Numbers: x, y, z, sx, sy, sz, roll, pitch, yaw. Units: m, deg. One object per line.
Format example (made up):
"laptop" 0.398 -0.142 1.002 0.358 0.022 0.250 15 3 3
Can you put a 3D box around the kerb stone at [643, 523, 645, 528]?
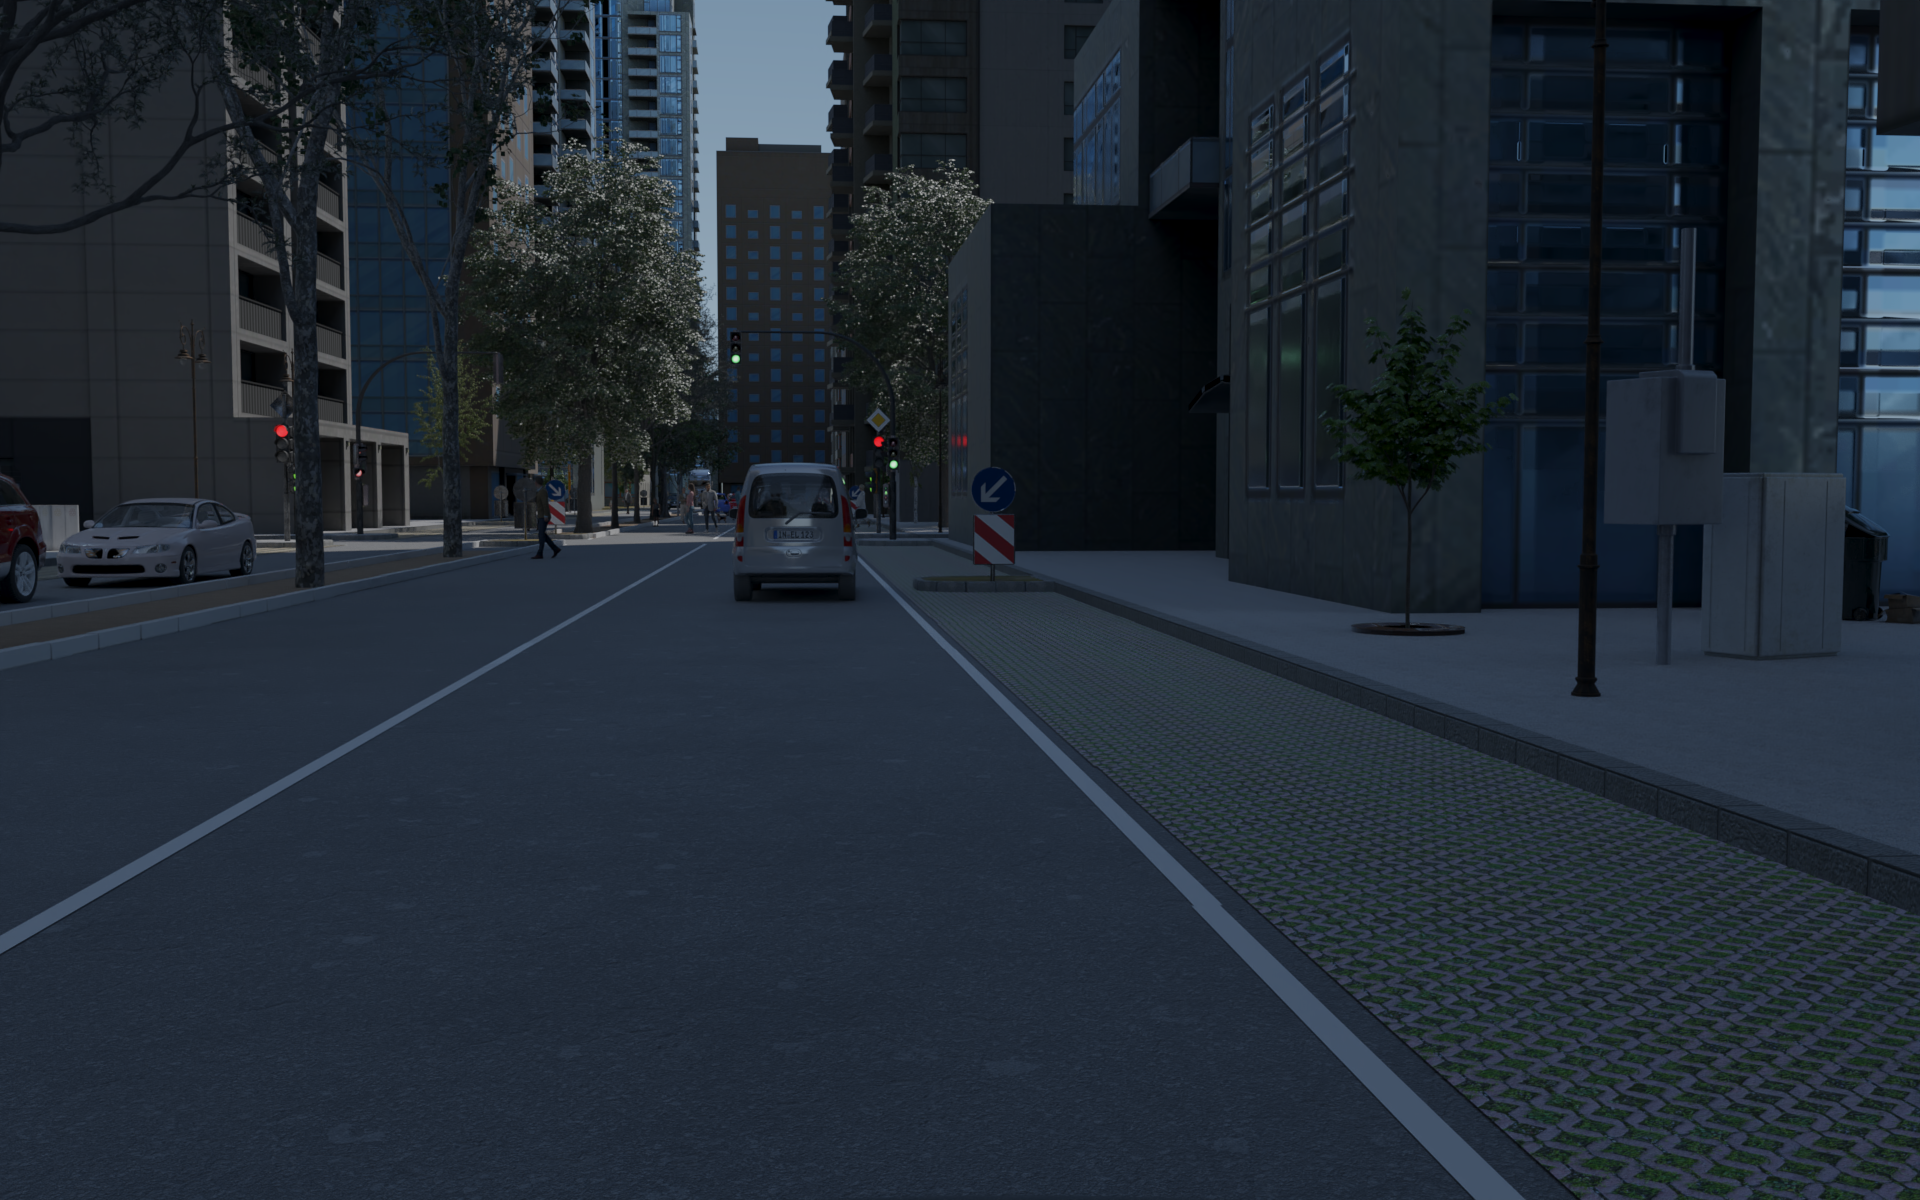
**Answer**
"kerb stone" -13.519 -3.120 73.214 0.120 0.150 1.000 0 4 -5

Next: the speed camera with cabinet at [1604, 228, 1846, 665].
"speed camera with cabinet" 5.967 -1.170 13.459 2.038 3.252 0.660 -2 4 -26

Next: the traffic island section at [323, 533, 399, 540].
"traffic island section" -19.105 -2.009 55.131 2.009 0.180 2.903 0 4 -5

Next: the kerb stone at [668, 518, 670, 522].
"kerb stone" -14.888 -3.995 87.521 0.120 0.150 1.000 0 4 -5

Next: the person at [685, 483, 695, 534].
"person" -9.734 -3.300 62.458 0.388 1.821 0.555 -1 4 -12

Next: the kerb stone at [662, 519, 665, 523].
"kerb stone" -14.602 -3.808 84.451 0.120 0.150 1.000 0 4 -5

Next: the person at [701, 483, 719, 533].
"person" -9.246 -3.409 64.083 0.661 1.843 0.795 1 4 15

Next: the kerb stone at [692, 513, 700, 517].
"kerb stone" -17.536 -5.674 115.102 0.120 0.150 1.000 0 4 -5

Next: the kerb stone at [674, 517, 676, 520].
"kerb stone" -15.275 -4.241 91.616 0.120 0.150 1.000 0 4 -5

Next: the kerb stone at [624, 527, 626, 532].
"kerb stone" -12.730 -2.616 65.023 0.120 0.150 1.000 0 4 -5

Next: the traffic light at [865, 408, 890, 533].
"traffic light" -2.679 -4.139 56.585 0.839 4.253 0.868 0 4 -5

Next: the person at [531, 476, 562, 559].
"person" -9.246 -1.839 38.484 0.656 1.842 0.836 3 5 41

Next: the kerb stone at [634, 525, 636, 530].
"kerb stone" -13.125 -2.870 69.118 0.120 0.150 1.000 0 4 -5

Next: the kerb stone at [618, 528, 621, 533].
"kerb stone" -12.529 -2.492 62.972 0.120 0.150 1.000 0 4 -5

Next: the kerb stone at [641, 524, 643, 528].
"kerb stone" -13.420 -3.049 72.187 0.120 0.150 1.000 0 4 -5

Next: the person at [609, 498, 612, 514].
"person" -23.361 -6.268 115.988 0.505 1.210 0.382 3 5 43

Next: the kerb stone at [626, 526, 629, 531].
"kerb stone" -12.828 -2.679 66.048 0.120 0.150 1.000 0 4 -5

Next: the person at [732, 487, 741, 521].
"person" -12.086 -5.239 94.025 0.748 1.841 0.638 -1 4 -16

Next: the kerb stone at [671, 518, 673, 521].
"kerb stone" -15.081 -4.120 89.559 0.120 0.150 1.000 0 4 -5

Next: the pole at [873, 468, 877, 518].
"pole" -4.498 -6.002 91.977 0.158 3.312 0.155 0 3 0

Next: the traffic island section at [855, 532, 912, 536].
"traffic island section" -2.639 -2.105 56.703 2.009 0.180 2.903 0 4 -5

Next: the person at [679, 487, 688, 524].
"person" -13.202 -4.519 82.942 0.519 1.759 0.362 -2 4 -28

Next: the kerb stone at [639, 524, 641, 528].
"kerb stone" -13.321 -2.995 71.156 0.120 0.150 1.000 0 4 -5

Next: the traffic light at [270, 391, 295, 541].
"traffic light" -18.300 -3.555 47.051 0.839 4.253 0.868 0 4 -5

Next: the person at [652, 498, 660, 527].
"person" -13.279 -3.825 75.706 0.362 1.253 0.373 1 4 13

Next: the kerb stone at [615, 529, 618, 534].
"kerb stone" -12.437 -2.432 61.954 0.120 0.150 1.000 0 4 -5

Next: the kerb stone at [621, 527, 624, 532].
"kerb stone" -12.636 -2.557 63.997 0.120 0.150 1.000 0 4 -5

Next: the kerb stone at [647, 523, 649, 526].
"kerb stone" -13.710 -3.245 75.256 0.120 0.150 1.000 0 4 -5

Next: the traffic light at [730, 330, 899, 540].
"traffic light" -3.989 -4.503 48.296 4.771 5.953 1.251 0 4 -5

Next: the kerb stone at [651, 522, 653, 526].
"kerb stone" -13.903 -3.371 77.306 0.120 0.150 1.000 0 4 -5

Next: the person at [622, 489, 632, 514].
"person" -23.551 -6.945 122.455 0.661 1.777 0.834 1 4 13

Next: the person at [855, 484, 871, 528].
"person" -4.106 -3.964 73.187 0.818 1.842 0.514 -2 4 -26

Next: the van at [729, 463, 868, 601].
"van" -2.311 -1.078 24.633 2.013 2.044 4.112 0 4 -4

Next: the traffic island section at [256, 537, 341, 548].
"traffic island section" -18.340 -1.523 47.182 2.009 0.180 2.903 0 4 -5

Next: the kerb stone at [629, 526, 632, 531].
"kerb stone" -12.926 -2.745 67.072 0.120 0.150 1.000 0 4 -5

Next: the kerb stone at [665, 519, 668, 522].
"kerb stone" -14.790 -3.930 86.498 0.120 0.150 1.000 0 4 -5

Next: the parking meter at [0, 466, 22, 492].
"parking meter" -19.529 -1.833 35.683 0.255 1.863 0.399 0 4 1

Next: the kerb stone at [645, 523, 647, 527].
"kerb stone" -13.614 -3.183 74.238 0.120 0.150 1.000 0 4 -5

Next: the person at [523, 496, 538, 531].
"person" -16.595 -3.587 67.108 0.822 1.834 0.622 -3 5 -42

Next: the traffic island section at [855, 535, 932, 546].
"traffic island section" -1.874 -1.619 48.755 2.009 0.180 2.903 0 4 -5

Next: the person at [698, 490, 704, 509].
"person" -24.368 -9.504 163.893 1.348 1.823 0.705 3 5 41

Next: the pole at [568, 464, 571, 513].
"pole" -26.797 -7.646 118.853 0.158 3.312 0.155 0 3 0

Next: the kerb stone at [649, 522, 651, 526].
"kerb stone" -13.816 -3.308 76.278 0.120 0.150 1.000 0 4 -5

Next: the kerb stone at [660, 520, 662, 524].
"kerb stone" -14.400 -3.683 82.407 0.120 0.150 1.000 0 4 -5

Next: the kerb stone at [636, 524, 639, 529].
"kerb stone" -13.219 -2.932 70.136 0.120 0.150 1.000 0 4 -5

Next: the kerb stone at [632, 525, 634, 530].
"kerb stone" -13.030 -2.799 68.093 0.120 0.150 1.000 0 4 -5
